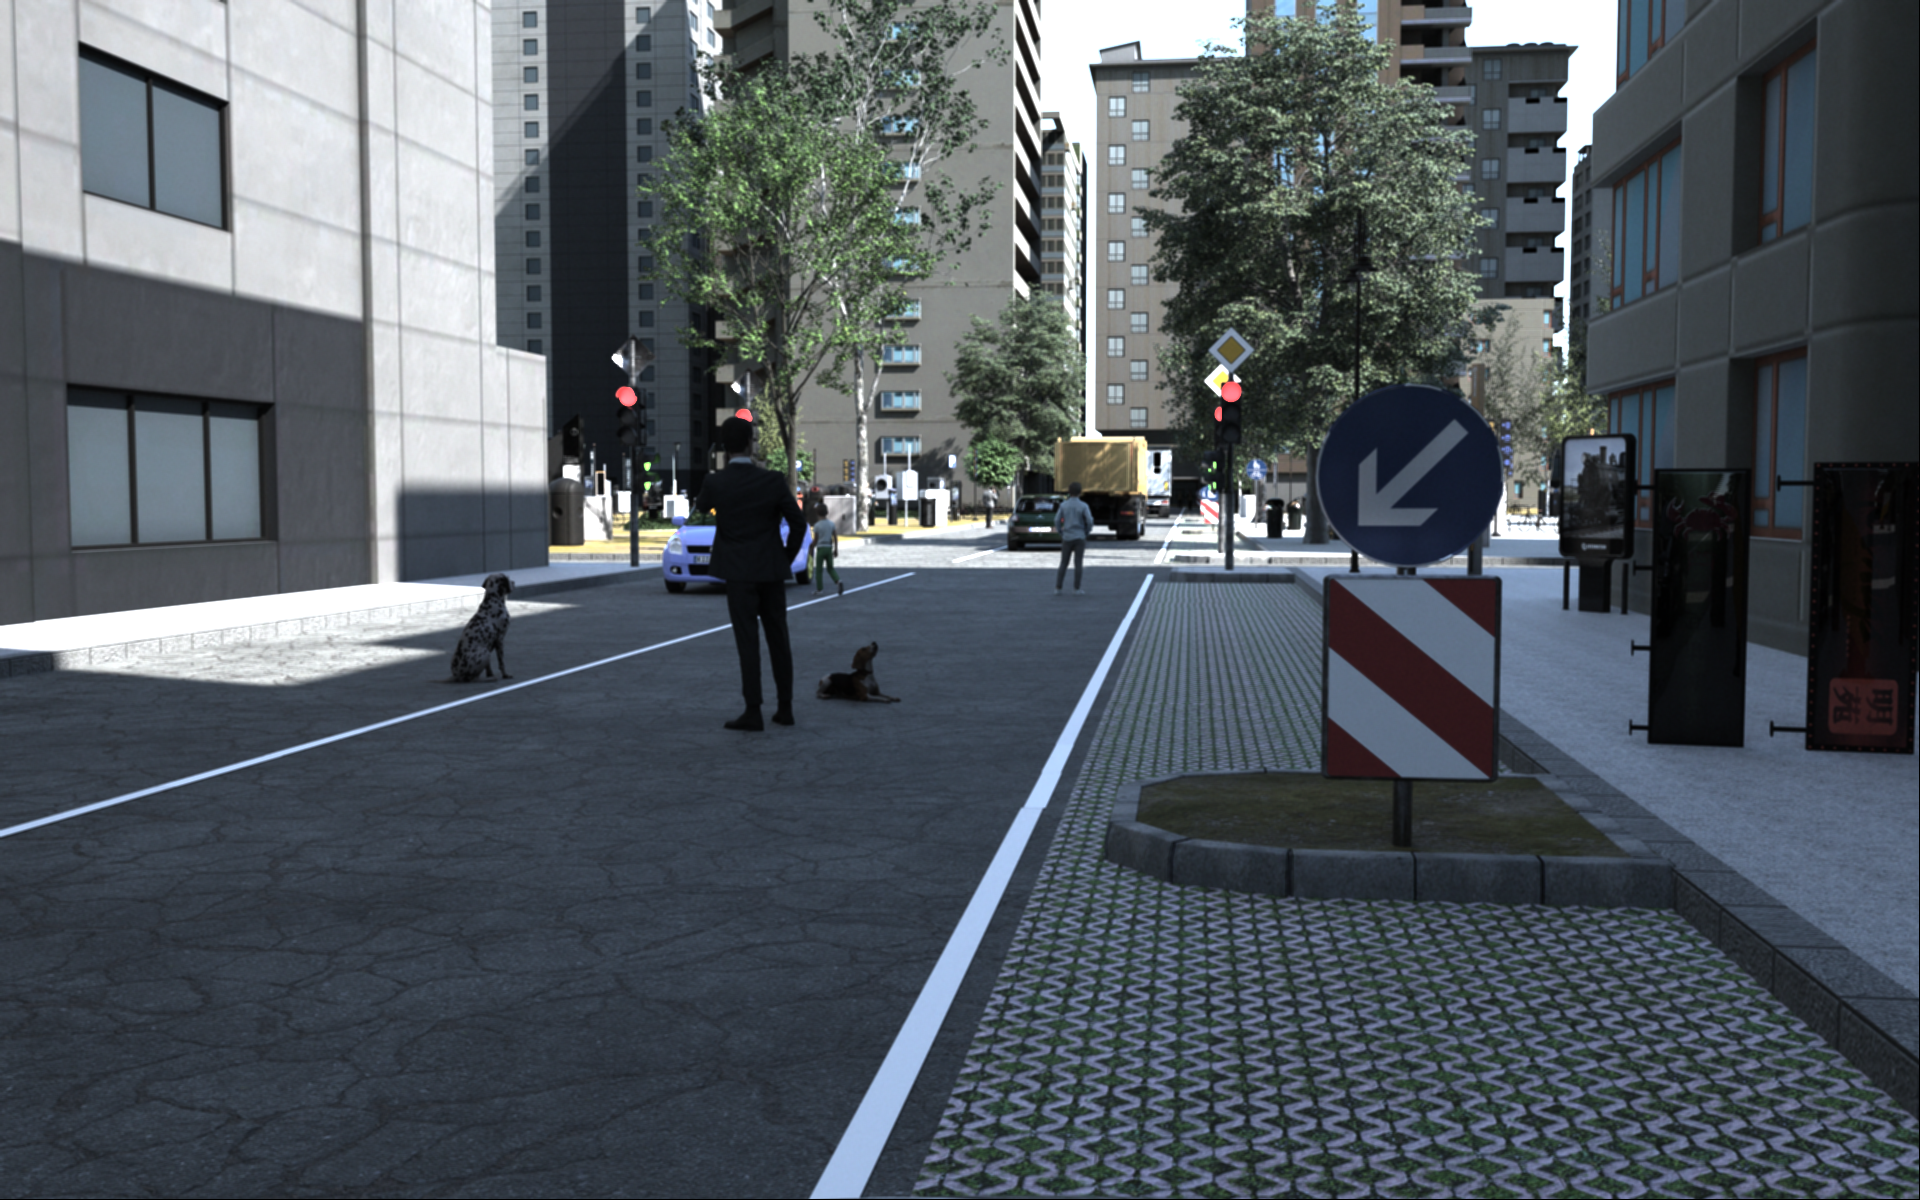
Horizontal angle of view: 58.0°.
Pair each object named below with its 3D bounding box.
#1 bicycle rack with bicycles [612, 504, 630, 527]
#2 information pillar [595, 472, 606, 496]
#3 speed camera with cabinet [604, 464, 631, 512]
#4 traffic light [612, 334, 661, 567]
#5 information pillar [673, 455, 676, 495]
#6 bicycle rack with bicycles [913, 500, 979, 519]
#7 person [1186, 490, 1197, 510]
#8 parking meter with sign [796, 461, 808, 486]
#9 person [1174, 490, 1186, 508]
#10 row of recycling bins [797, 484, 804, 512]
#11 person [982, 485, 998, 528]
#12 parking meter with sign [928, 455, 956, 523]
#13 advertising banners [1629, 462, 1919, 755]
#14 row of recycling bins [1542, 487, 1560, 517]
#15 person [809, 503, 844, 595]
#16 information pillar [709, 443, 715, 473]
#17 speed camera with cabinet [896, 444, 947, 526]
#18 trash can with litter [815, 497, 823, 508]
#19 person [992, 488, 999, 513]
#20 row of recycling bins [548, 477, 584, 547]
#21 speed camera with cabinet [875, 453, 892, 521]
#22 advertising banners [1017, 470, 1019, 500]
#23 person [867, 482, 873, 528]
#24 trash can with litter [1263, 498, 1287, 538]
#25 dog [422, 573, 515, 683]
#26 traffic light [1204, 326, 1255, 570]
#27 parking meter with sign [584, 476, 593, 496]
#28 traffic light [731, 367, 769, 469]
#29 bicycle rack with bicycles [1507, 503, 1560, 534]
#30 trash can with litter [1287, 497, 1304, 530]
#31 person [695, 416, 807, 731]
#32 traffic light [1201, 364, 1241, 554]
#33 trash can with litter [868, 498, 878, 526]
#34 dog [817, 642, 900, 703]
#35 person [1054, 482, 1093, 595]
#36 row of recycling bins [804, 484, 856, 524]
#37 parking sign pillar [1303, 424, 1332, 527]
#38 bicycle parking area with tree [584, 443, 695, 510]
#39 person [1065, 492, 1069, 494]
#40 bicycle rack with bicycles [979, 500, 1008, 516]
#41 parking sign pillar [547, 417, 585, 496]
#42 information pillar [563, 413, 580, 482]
[{"bbox_3d":[-14.063,-3.253,66.575,2.925,0.926,2.852,-3,5,-40],"label":"bicycle rack with bicycles"},{"bbox_3d":[-11.773,-3.194,56.721,0.304,2.012,0.304,-1,4,-17],"label":"information pillar"},{"bbox_3d":[-22.870,-7.383,115.045,2.038,3.252,0.660,0,4,-4],"label":"speed camera with cabinet"},{"bbox_3d":[-5.738,-2.545,30.524,0.839,4.253,0.868,0,4,8],"label":"traffic light"},{"bbox_3d":[-16.954,-6.823,102.915,0.183,3.616,0.504,-1,4,-16],"label":"information pillar"},{"bbox_3d":[-1.062,-4.513,87.165,2.925,0.926,2.852,1,4,22],"label":"bicycle rack with bicycles"},{"bbox_3d":[20.157,-8.734,151.399,1.348,1.812,0.705,-3,5,-40],"label":"person"},{"bbox_3d":[-8.276,-5.791,90.940,0.543,3.016,1.738,1,4,13],"label":"parking meter with sign"},{"bbox_3d":[22.107,-10.113,173.937,1.348,1.812,0.705,-1,4,-16],"label":"person"},{"bbox_3d":[-7.165,-4.683,83.675,1.069,1.692,3.534,3,5,43],"label":"row of recycling bins"},{"bbox_3d":[1.248,-3.903,72.495,0.592,1.802,0.473,3,5,45],"label":"person"},{"bbox_3d":[-1.072,-5.018,78.303,1.738,3.016,0.543,2,4,33],"label":"parking meter with sign"},{"bbox_3d":[4.445,-0.755,8.535,2.074,3.025,0.090,1,4,18],"label":"advertising banners"},{"bbox_3d":[34.300,-5.575,98.267,1.069,1.692,3.534,-1,4,-16],"label":"row of recycling bins"},{"bbox_3d":[-1.888,-0.717,24.480,0.590,1.304,0.306,3,5,45],"label":"person"},{"bbox_3d":[-11.441,-5.419,79.950,0.183,3.616,0.504,1,4,20],"label":"information pillar"},{"bbox_3d":[-1.537,-4.574,69.123,2.038,3.252,0.660,-2,4,-33],"label":"speed camera with cabinet"},{"bbox_3d":[-4.695,-3.139,62.706,1.055,1.170,0.624,-3,5,-44],"label":"trash can with litter"},{"bbox_3d":[2.141,-6.433,111.199,0.794,1.824,0.713,1,4,16],"label":"person"},{"bbox_3d":[-10.801,-2.144,42.167,3.534,1.692,1.069,-3,5,-40],"label":"row of recycling bins"},{"bbox_3d":[-4.340,-5.460,83.599,2.038,3.252,0.660,1,4,17],"label":"speed camera with cabinet"},{"bbox_3d":[3.271,-6.210,97.714,0.090,3.025,2.074,0,4,1],"label":"advertising banners"},{"bbox_3d":[-3.462,-3.583,64.809,0.537,1.800,0.526,-2,4,-34],"label":"person"},{"bbox_3d":[9.153,-2.400,50.631,0.624,1.170,1.055,1,4,9],"label":"trash can with litter"},{"bbox_3d":[-3.802,0.215,13.317,0.800,0.831,0.513,-1,4,-21],"label":"dog"},{"bbox_3d":[4.535,-2.462,29.173,0.839,4.253,0.868,0,4,8],"label":"traffic light"},{"bbox_3d":[-15.719,-4.669,72.606,0.543,3.016,1.738,-2,4,-34],"label":"parking meter with sign"},{"bbox_3d":[-4.681,-3.029,38.439,0.839,4.253,0.868,0,4,8],"label":"traffic light"},{"bbox_3d":[19.443,-2.645,56.620,2.925,0.926,2.852,-3,5,-40],"label":"bicycle rack with bicycles"},{"bbox_3d":[11.606,-3.053,61.302,1.055,1.170,0.624,2,4,33],"label":"trash can with litter"},{"bbox_3d":[-1.294,-0.168,10.616,0.648,1.900,0.474,-2,4,-30],"label":"person"},{"bbox_3d":[5.592,-2.946,37.088,0.839,4.253,0.868,0,4,8],"label":"traffic light"},{"bbox_3d":[-3.649,-3.593,70.136,0.624,1.170,1.055,0,3,0],"label":"trash can with litter"},{"bbox_3d":[-0.732,0.490,12.182,0.550,0.427,0.748,-1,4,-11],"label":"dog"},{"bbox_3d":[1.623,-0.876,24.636,0.589,1.601,0.330,1,4,23],"label":"person"},{"bbox_3d":[-5.622,-4.425,79.466,1.069,1.692,3.534,2,4,29],"label":"row of recycling bins"},{"bbox_3d":[14.049,-4.808,67.086,1.447,3.967,1.447,-2,4,-25],"label":"parking sign pillar"},{"bbox_3d":[-18.347,-6.703,96.590,8.231,4.147,9.016,1,4,9],"label":"bicycle parking area with tree"},{"bbox_3d":[9.480,-8.801,150.387,0.568,1.767,0.683,2,4,28],"label":"person"},{"bbox_3d":[1.593,-5.481,102.988,2.925,0.926,2.852,0,4,-7],"label":"bicycle rack with bicycles"},{"bbox_3d":[-13.876,-4.428,60.872,1.447,3.967,1.447,-1,4,-15],"label":"parking sign pillar"},{"bbox_3d":[-11.170,-3.581,49.899,0.504,3.616,0.183,0,4,-7],"label":"information pillar"}]
